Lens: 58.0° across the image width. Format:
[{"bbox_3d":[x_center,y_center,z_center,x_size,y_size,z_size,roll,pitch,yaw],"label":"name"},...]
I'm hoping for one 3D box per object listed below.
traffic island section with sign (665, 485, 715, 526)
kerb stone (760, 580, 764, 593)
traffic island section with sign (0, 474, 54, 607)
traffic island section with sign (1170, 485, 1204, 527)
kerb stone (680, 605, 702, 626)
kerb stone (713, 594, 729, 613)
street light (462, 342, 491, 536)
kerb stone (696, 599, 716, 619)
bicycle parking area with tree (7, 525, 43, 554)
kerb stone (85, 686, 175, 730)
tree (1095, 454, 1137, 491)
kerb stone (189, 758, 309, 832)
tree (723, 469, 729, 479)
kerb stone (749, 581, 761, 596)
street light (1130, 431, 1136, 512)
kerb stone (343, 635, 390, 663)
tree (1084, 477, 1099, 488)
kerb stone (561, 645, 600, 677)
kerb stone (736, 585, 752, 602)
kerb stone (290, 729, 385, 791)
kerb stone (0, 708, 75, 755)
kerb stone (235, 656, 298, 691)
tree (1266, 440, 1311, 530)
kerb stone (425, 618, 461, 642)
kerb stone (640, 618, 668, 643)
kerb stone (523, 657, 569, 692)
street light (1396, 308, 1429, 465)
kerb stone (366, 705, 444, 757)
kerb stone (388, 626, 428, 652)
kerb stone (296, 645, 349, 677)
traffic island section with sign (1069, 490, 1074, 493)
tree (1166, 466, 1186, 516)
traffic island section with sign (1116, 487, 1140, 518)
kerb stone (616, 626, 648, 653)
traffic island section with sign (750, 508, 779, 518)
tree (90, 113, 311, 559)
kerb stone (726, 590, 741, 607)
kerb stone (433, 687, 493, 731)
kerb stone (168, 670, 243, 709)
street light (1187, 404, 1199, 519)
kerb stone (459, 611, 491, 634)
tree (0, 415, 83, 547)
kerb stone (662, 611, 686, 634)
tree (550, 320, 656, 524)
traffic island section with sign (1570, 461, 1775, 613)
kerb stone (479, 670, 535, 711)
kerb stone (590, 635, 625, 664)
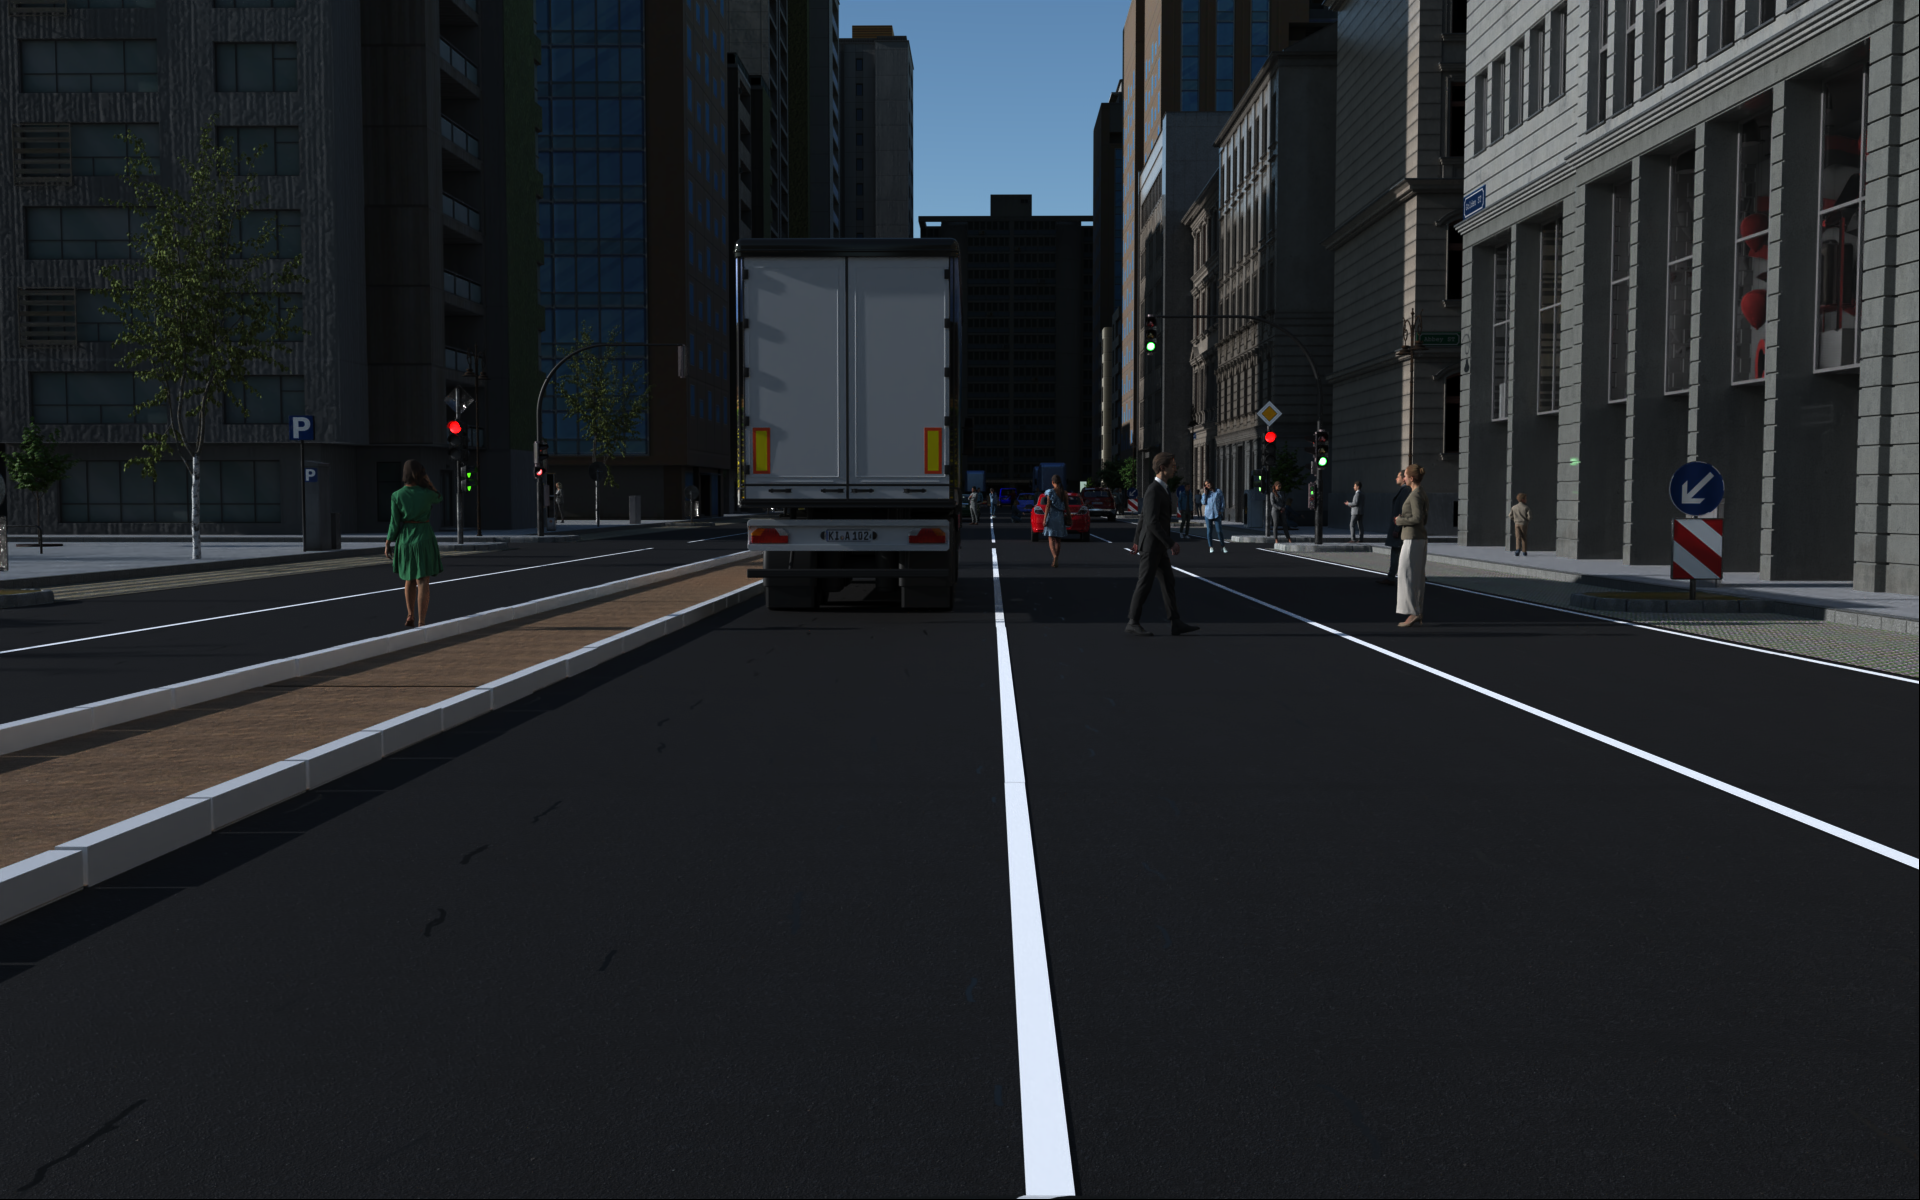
[{"bbox_3d":[-11.985,-4.196,77.231,1.989,1.847,2.006,0,4,1],"label":"traffic island section with sign"},{"bbox_3d":[-2.923,-0.185,25.246,0.120,0.150,1.000,0,4,1],"label":"kerb stone"},{"bbox_3d":[-12.929,-0.838,22.321,1.989,1.847,2.006,0,4,1],"label":"traffic island section with sign"},{"bbox_3d":[9.720,-4.169,76.787,1.989,1.847,2.006,0,4,1],"label":"traffic island section with sign"},{"bbox_3d":[-3.020,0.189,19.112,0.120,0.150,1.000,0,4,1],"label":"kerb stone"},{"bbox_3d":[-2.990,0.067,21.156,0.120,0.150,1.000,0,4,1],"label":"kerb stone"},{"bbox_3d":[-14.675,-4.888,52.710,0.468,5.910,1.993,0,4,1],"label":"street light"},{"bbox_3d":[-3.008,0.128,20.134,0.120,0.150,1.000,0,4,1],"label":"kerb stone"},{"bbox_3d":[-23.378,-2.883,34.146,9.016,4.147,8.231,1,4,21],"label":"bicycle parking area with tree"},{"bbox_3d":[-5.267,0.689,10.923,0.120,0.150,1.000,0,4,1],"label":"kerb stone"},{"bbox_3d":[12.774,-9.711,142.485,4.285,4.588,4.351,0,3,0],"label":"tree"},{"bbox_3d":[-3.215,0.880,7.834,0.120,0.150,1.000,0,4,1],"label":"kerb stone"},{"bbox_3d":[-15.148,-7.174,101.006,4.285,4.588,4.351,0,3,0],"label":"tree"},{"bbox_3d":[-2.939,-0.124,24.224,0.120,0.150,1.000,0,4,1],"label":"kerb stone"},{"bbox_3d":[12.634,-9.384,126.215,0.468,5.910,1.993,0,4,1],"label":"street light"},{"bbox_3d":[-5.197,0.439,15.019,0.120,0.150,1.000,0,4,1],"label":"kerb stone"},{"bbox_3d":[13.748,-11.379,180.643,1.663,3.219,1.824,0,3,0],"label":"tree"},{"bbox_3d":[-3.103,0.507,14.002,0.120,0.150,1.000,0,4,1],"label":"kerb stone"},{"bbox_3d":[-2.947,-0.061,23.201,0.120,0.150,1.000,0,4,1],"label":"kerb stone"},{"bbox_3d":[-3.194,0.816,8.862,0.120,0.150,1.000,0,4,1],"label":"kerb stone"},{"bbox_3d":[-5.277,0.752,9.894,0.120,0.150,1.000,0,4,1],"label":"kerb stone"},{"bbox_3d":[-5.238,0.564,12.972,0.120,0.150,1.000,0,4,1],"label":"kerb stone"},{"bbox_3d":[11.694,-4.102,61.674,1.663,3.219,1.824,0,3,0],"label":"tree"},{"bbox_3d":[-5.155,0.314,17.067,0.120,0.150,1.000,0,4,1],"label":"kerb stone"},{"bbox_3d":[-3.060,0.314,17.068,0.120,0.150,1.000,0,4,1],"label":"kerb stone"},{"bbox_3d":[-3.131,0.566,12.976,0.120,0.150,1.000,0,4,1],"label":"kerb stone"},{"bbox_3d":[11.247,-4.307,43.200,0.468,5.910,1.993,0,4,1],"label":"street light"},{"bbox_3d":[-3.182,0.752,9.900,0.120,0.150,1.000,0,4,1],"label":"kerb stone"},{"bbox_3d":[-5.179,0.381,16.041,0.120,0.150,1.000,0,4,1],"label":"kerb stone"},{"bbox_3d":[-5.203,0.501,13.997,0.120,0.150,1.000,0,4,1],"label":"kerb stone"},{"bbox_3d":[11.499,-10.597,181.893,1.989,1.847,2.006,0,4,1],"label":"traffic island section with sign"},{"bbox_3d":[12.094,-6.412,99.434,1.663,3.219,1.824,0,3,0],"label":"tree"},{"bbox_3d":[10.167,-5.817,103.738,1.989,1.847,2.006,0,4,1],"label":"traffic island section with sign"},{"bbox_3d":[-3.074,0.376,16.046,0.120,0.150,1.000,0,4,1],"label":"kerb stone"},{"bbox_3d":[-11.539,-5.844,104.182,1.989,1.847,2.006,0,4,1],"label":"traffic island section with sign"},{"bbox_3d":[-15.097,-5.130,34.231,4.737,8.622,4.395,0,3,0],"label":"tree"},{"bbox_3d":[-2.968,0.003,22.179,0.120,0.150,1.000,0,4,1],"label":"kerb stone"},{"bbox_3d":[-3.163,0.696,10.924,0.120,0.150,1.000,0,4,1],"label":"kerb stone"},{"bbox_3d":[-5.241,0.627,11.948,0.120,0.150,1.000,0,4,1],"label":"kerb stone"},{"bbox_3d":[11.936,-7.099,88.848,0.468,5.910,1.993,0,4,1],"label":"street light"},{"bbox_3d":[-5.134,0.251,18.089,0.120,0.150,1.000,0,4,1],"label":"kerb stone"},{"bbox_3d":[-22.771,-2.931,42.527,1.663,3.219,1.824,0,3,0],"label":"tree"},{"bbox_3d":[-3.039,0.251,18.090,0.120,0.150,1.000,0,4,1],"label":"kerb stone"},{"bbox_3d":[-15.341,-7.578,74.257,4.737,8.622,4.395,0,3,0],"label":"tree"},{"bbox_3d":[8.793,-0.798,21.671,1.989,1.847,2.006,0,4,1],"label":"traffic island section with sign"},{"bbox_3d":[-3.140,0.626,11.954,0.120,0.150,1.000,0,4,1],"label":"kerb stone"},{"bbox_3d":[-3.093,0.439,15.024,0.120,0.150,1.000,0,4,1],"label":"kerb stone"}]
